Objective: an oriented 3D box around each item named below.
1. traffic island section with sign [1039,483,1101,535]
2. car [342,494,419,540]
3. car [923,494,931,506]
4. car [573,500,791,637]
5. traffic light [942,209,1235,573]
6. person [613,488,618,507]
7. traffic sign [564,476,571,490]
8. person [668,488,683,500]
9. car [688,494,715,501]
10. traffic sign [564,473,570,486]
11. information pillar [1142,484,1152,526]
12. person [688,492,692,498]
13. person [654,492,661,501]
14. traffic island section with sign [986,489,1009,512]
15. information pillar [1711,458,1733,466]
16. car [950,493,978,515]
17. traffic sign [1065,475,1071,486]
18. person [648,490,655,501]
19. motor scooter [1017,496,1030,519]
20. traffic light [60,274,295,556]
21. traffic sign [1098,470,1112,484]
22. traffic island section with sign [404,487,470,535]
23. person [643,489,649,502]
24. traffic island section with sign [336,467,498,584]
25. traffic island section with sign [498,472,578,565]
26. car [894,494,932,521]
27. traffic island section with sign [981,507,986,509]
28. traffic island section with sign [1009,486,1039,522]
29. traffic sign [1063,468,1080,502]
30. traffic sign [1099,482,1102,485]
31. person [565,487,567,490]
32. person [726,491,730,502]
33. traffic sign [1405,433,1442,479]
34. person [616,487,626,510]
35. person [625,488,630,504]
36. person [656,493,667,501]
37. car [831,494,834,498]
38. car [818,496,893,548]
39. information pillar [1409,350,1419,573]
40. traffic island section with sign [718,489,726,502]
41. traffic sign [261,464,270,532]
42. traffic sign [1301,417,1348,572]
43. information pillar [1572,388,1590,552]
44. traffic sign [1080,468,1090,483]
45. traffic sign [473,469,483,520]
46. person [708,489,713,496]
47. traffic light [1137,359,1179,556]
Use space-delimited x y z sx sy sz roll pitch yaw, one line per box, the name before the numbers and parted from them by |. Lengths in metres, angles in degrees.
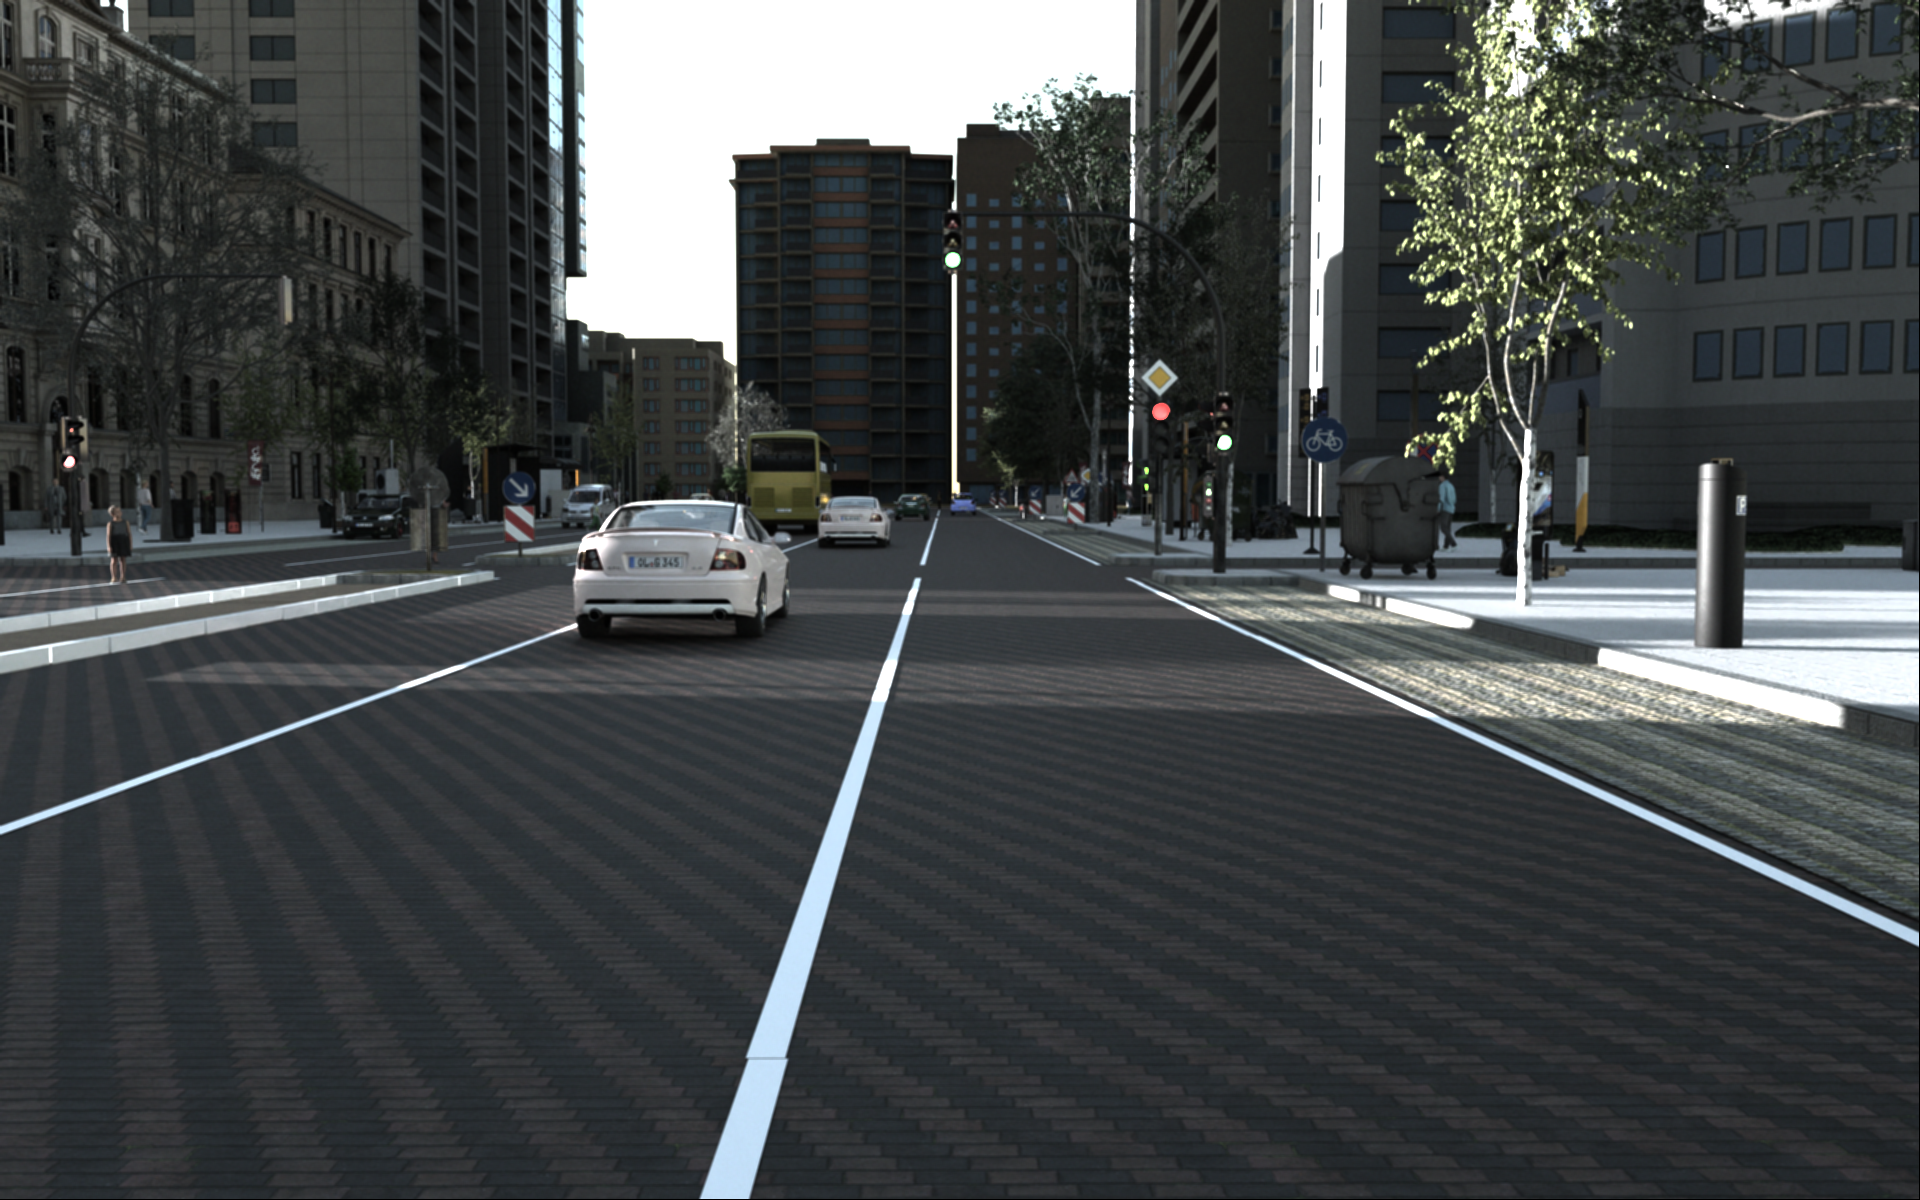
traffic island section with sign | 3.949 -3.227 61.394 1.989 1.847 2.006 0 4 -1
car | -18.405 -2.790 55.408 2.009 1.686 4.222 0 4 -1
car | -3.966 -10.192 176.868 2.015 1.641 3.980 0 4 -2
car | -2.908 -0.388 18.709 2.083 1.381 4.827 0 4 -1
traffic light | 2.102 -3.258 27.929 4.771 5.953 1.251 0 4 -1
person | -25.117 -7.273 125.895 0.756 1.711 0.436 1 4 10
traffic sign | -23.715 -6.340 103.764 0.768 2.556 0.104 0 4 1
person | -22.661 -8.023 137.944 1.217 1.743 0.721 0 4 -4
car | -15.645 -5.766 104.503 2.015 1.641 3.980 0 4 -2
traffic sign | -23.567 -6.291 102.966 0.768 2.556 0.104 0 4 7
information pillar | 7.489 -3.969 69.390 0.304 2.012 0.304 -3 5 -44
person | -23.025 -8.502 148.312 1.065 1.426 0.557 3 5 41
person | -26.511 -8.944 151.905 0.705 1.869 1.348 1 4 16
traffic island section with sign | 3.256 -7.909 137.939 1.989 1.847 2.006 0 4 -1
information pillar | 15.752 -1.919 35.865 0.304 2.012 0.304 -1 4 -10
car | 0.246 -6.579 117.162 1.945 1.707 3.694 0 4 1
traffic sign | 6.996 -6.721 109.999 0.768 2.556 0.104 0 4 4
person | -30.943 -10.256 174.447 0.721 1.735 1.217 2 4 32
motor scooter | 3.621 -5.229 98.277 0.815 1.314 1.986 0 4 -2
traffic light | -16.248 -3.746 35.912 4.771 5.953 1.251 0 4 -1
traffic sign | 7.557 -5.535 90.608 0.768 2.556 0.104 0 4 3
traffic island section with sign | -18.271 -3.179 60.597 1.989 1.847 2.006 0 4 -1
person | -27.462 -8.842 151.531 0.541 1.710 0.530 3 4 38
traffic island section with sign | -8.874 -1.235 28.325 2.006 1.907 1.989 0 4 -1
traffic island section with sign | -8.931 -1.688 35.732 2.006 1.907 1.989 0 4 -1
car | -2.606 -5.104 95.247 2.131 1.459 4.920 0 4 1
traffic island section with sign | 3.003 -9.568 165.067 1.989 1.847 2.006 0 4 -1
traffic island section with sign | 3.694 -4.897 88.686 1.989 1.847 2.006 0 4 -1
traffic sign | 5.562 -5.271 86.190 0.884 2.594 0.081 1 4 9
traffic sign | 7.380 -5.578 93.333 0.606 2.300 0.079 0 4 5
person | -29.463 -7.553 129.629 0.705 1.812 1.348 -1 4 -14
person | -24.402 -10.721 182.244 0.541 1.710 0.530 -2 4 -31
traffic sign | 9.663 -2.207 36.195 0.768 2.556 0.104 0 4 4
person | -26.857 -7.943 135.916 1.348 1.824 0.705 0 4 1
person | -30.108 -9.226 156.875 0.705 1.826 1.348 -1 4 -16
person | -25.670 -8.765 149.368 0.705 1.821 1.348 2 4 34
car | -13.290 -9.967 172.005 2.155 1.783 4.494 0 4 -1
car | -2.891 -2.166 47.768 2.083 1.381 4.827 0 4 -1
information pillar | 7.350 -2.247 28.095 0.183 3.616 0.504 1 4 10
traffic island section with sign | -18.973 -7.928 138.247 1.989 1.847 2.006 0 4 -1
traffic sign | -23.629 -3.455 58.624 0.606 2.300 0.079 1 4 8
traffic sign | 6.000 -1.743 28.606 0.768 2.556 0.104 0 4 1
information pillar | 13.746 -2.868 38.249 0.183 3.616 0.504 0 3 0
traffic sign | 6.413 -5.305 86.465 0.795 2.593 0.064 0 4 2
traffic sign | -23.413 -5.188 84.820 0.884 2.594 0.081 1 4 9
person | -26.151 -10.688 180.752 0.705 1.831 1.348 2 4 28
traffic light | 4.121 -2.884 36.074 0.839 4.253 0.868 0 4 -1
